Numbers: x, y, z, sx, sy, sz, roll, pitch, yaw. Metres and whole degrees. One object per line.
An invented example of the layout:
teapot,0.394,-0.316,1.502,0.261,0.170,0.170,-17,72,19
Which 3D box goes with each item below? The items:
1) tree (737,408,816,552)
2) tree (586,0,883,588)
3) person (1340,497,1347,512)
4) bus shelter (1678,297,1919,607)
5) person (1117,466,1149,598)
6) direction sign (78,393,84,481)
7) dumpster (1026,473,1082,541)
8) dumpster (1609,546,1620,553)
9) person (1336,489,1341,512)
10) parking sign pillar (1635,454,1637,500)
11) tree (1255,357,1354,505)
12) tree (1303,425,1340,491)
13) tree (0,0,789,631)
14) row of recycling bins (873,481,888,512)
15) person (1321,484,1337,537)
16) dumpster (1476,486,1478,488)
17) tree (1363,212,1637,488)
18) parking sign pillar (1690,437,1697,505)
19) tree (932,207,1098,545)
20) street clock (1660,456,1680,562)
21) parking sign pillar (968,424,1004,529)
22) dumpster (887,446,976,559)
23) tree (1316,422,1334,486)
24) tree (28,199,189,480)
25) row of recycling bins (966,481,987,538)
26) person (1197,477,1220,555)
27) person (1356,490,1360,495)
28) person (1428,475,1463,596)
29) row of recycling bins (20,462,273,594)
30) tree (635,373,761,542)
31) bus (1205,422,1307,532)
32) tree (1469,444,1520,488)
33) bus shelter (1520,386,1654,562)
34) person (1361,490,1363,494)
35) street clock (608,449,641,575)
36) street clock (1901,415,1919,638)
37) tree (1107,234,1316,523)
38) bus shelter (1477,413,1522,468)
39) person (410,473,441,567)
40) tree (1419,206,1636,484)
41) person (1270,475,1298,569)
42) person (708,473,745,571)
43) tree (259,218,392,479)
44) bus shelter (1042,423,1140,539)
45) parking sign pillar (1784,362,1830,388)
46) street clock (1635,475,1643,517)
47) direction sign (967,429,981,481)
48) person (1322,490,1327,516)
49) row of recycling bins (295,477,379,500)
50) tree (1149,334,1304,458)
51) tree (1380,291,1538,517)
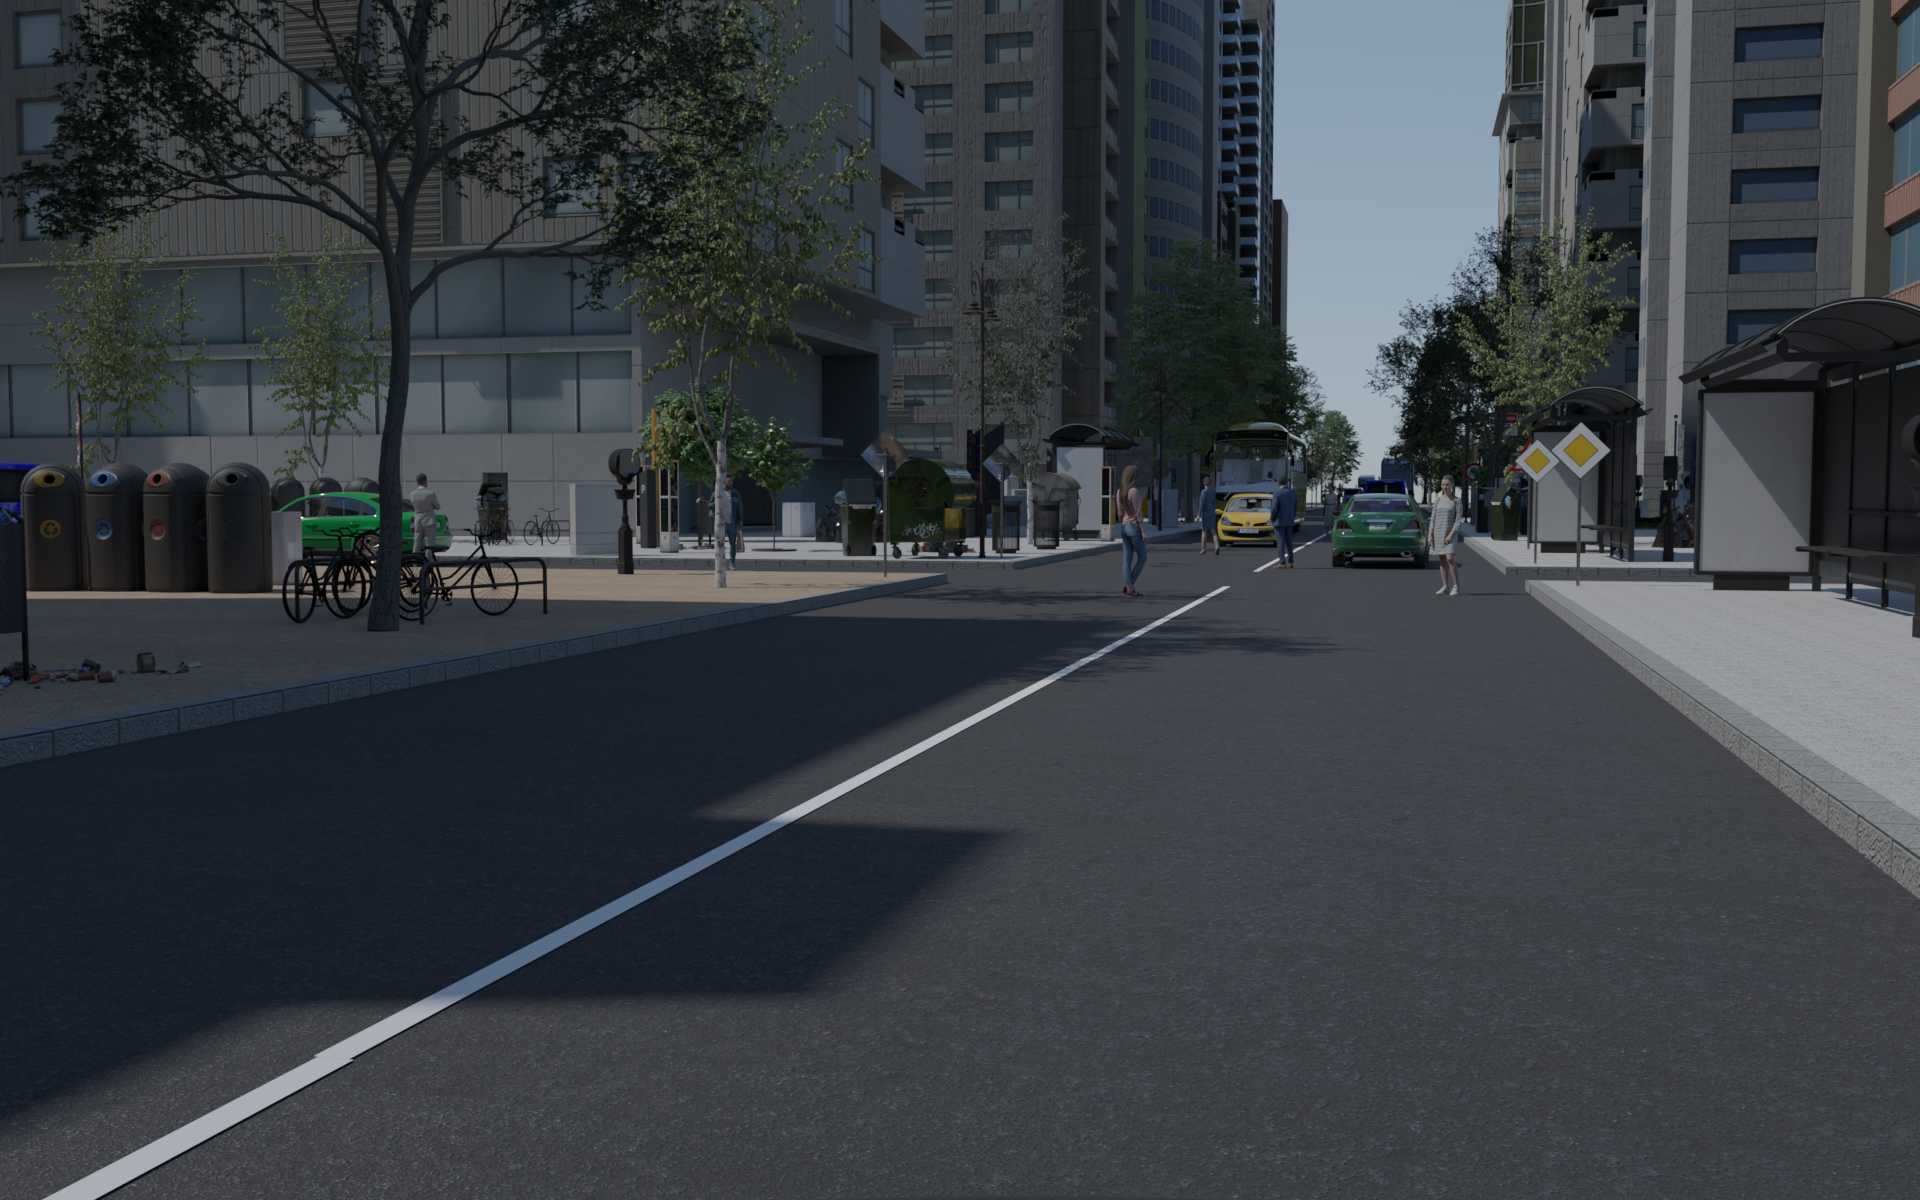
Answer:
tree,-4.048,-2.708,38.871,1.663,3.219,1.824,0,3,0
tree,-3.213,-4.487,23.731,4.737,8.622,4.395,0,3,0
person,15.940,-3.620,71.937,0.306,1.304,0.590,0,4,-2
bus shelter,9.957,-1.624,20.478,2.014,3.302,5.546,1,4,14
person,2.407,-0.947,23.991,0.388,1.821,0.555,-3,5,-39
direction sign,-19.810,-2.879,39.062,0.379,3.537,0.876,-2,4,-26
dumpster,2.582,-2.578,47.916,1.264,1.857,1.865,1,4,14
dumpster,14.225,-2.019,38.766,1.264,1.857,1.865,1,4,14
person,23.639,-6.107,108.792,0.568,1.767,0.683,1,4,15
parking sign pillar,30.915,-5.654,80.910,1.447,3.967,1.447,-3,5,-40
tree,23.700,-12.415,128.747,9.928,11.665,9.643,0,3,0
tree,37.595,-14.151,181.731,4.737,8.622,4.395,0,3,0
tree,-5.073,-4.987,15.955,7.601,10.594,8.767,0,4,-4
row of recycling bins,-2.322,-2.840,53.551,1.069,1.692,3.534,-3,5,-40
person,12.336,-2.985,57.875,0.480,1.755,0.524,2,4,26
dumpster,23.939,-4.441,78.366,1.264,1.857,1.865,1,4,14
tree,17.889,-7.577,58.295,8.767,10.594,7.601,0,4,4
parking sign pillar,25.068,-4.270,58.289,1.447,3.967,1.447,0,4,-1
tree,1.555,-5.709,43.700,4.360,8.622,3.978,0,3,0
street clock,13.422,-1.724,32.764,0.358,2.002,0.471,1,4,18
parking sign pillar,0.982,-4.672,64.854,1.447,3.967,1.447,-1,4,-20
dumpster,-0.623,-1.977,34.810,1.502,2.255,1.985,1,4,14
tree,17.302,-11.323,103.257,7.486,12.596,7.792,0,3,0
tree,-20.676,-5.627,42.357,4.737,8.622,4.395,0,3,0
row of recycling bins,0.152,-2.749,52.063,1.069,1.692,3.534,1,4,9
person,5.828,-1.962,40.606,0.581,1.822,0.654,-2,4,-23
person,27.348,-6.680,118.656,0.436,1.711,0.756,-2,4,-33
person,6.942,-0.928,24.680,0.512,1.701,0.522,3,5,41
row of recycling bins,-10.755,-0.967,22.923,3.534,1.692,1.069,1,4,10
tree,-7.053,-3.862,46.864,4.285,4.588,4.351,0,3,0
bus,10.985,-4.356,62.773,2.896,3.916,12.252,1,4,14
tree,20.035,-4.346,65.659,1.663,3.219,1.824,0,3,0
bus shelter,12.541,-2.515,35.049,2.014,3.302,5.546,1,4,14
person,35.569,-8.826,153.361,0.990,1.755,0.434,-1,4,-15
street clock,-5.343,-1.410,27.631,0.358,2.002,0.471,3,5,44
street clock,8.621,-0.661,15.371,0.471,2.002,0.358,0,4,4
tree,10.521,-9.659,76.059,7.486,12.596,7.792,0,3,0
bus shelter,25.850,-6.466,83.345,2.179,5.291,8.768,1,4,14
person,-9.497,-1.353,30.803,0.511,1.800,0.466,0,4,0
tree,15.165,-5.757,44.497,4.737,8.622,4.395,0,3,0
person,6.242,-1.506,33.312,0.721,1.800,0.419,-2,4,-34
person,-4.255,-1.437,31.981,0.794,1.824,0.713,0,4,1
tree,-17.135,-5.883,46.552,4.737,8.622,4.395,0,3,0
bus shelter,4.007,-3.555,52.041,2.014,3.302,5.546,1,4,14
parking sign pillar,15.957,-2.738,33.240,1.447,3.967,1.447,2,4,35
street clock,25.471,-3.701,65.079,0.358,2.002,0.471,3,4,36
direction sign,0.481,-4.198,60.633,0.379,3.537,0.876,-2,4,-32
person,23.496,-6.226,111.116,0.721,1.723,1.217,3,4,36
row of recycling bins,-15.888,-2.147,42.214,3.534,1.692,1.069,-3,4,-36
tree,14.527,-9.707,93.115,8.767,10.594,7.601,-1,4,-21
tree,28.251,-10.960,96.212,9.611,12.733,9.660,0,3,0
